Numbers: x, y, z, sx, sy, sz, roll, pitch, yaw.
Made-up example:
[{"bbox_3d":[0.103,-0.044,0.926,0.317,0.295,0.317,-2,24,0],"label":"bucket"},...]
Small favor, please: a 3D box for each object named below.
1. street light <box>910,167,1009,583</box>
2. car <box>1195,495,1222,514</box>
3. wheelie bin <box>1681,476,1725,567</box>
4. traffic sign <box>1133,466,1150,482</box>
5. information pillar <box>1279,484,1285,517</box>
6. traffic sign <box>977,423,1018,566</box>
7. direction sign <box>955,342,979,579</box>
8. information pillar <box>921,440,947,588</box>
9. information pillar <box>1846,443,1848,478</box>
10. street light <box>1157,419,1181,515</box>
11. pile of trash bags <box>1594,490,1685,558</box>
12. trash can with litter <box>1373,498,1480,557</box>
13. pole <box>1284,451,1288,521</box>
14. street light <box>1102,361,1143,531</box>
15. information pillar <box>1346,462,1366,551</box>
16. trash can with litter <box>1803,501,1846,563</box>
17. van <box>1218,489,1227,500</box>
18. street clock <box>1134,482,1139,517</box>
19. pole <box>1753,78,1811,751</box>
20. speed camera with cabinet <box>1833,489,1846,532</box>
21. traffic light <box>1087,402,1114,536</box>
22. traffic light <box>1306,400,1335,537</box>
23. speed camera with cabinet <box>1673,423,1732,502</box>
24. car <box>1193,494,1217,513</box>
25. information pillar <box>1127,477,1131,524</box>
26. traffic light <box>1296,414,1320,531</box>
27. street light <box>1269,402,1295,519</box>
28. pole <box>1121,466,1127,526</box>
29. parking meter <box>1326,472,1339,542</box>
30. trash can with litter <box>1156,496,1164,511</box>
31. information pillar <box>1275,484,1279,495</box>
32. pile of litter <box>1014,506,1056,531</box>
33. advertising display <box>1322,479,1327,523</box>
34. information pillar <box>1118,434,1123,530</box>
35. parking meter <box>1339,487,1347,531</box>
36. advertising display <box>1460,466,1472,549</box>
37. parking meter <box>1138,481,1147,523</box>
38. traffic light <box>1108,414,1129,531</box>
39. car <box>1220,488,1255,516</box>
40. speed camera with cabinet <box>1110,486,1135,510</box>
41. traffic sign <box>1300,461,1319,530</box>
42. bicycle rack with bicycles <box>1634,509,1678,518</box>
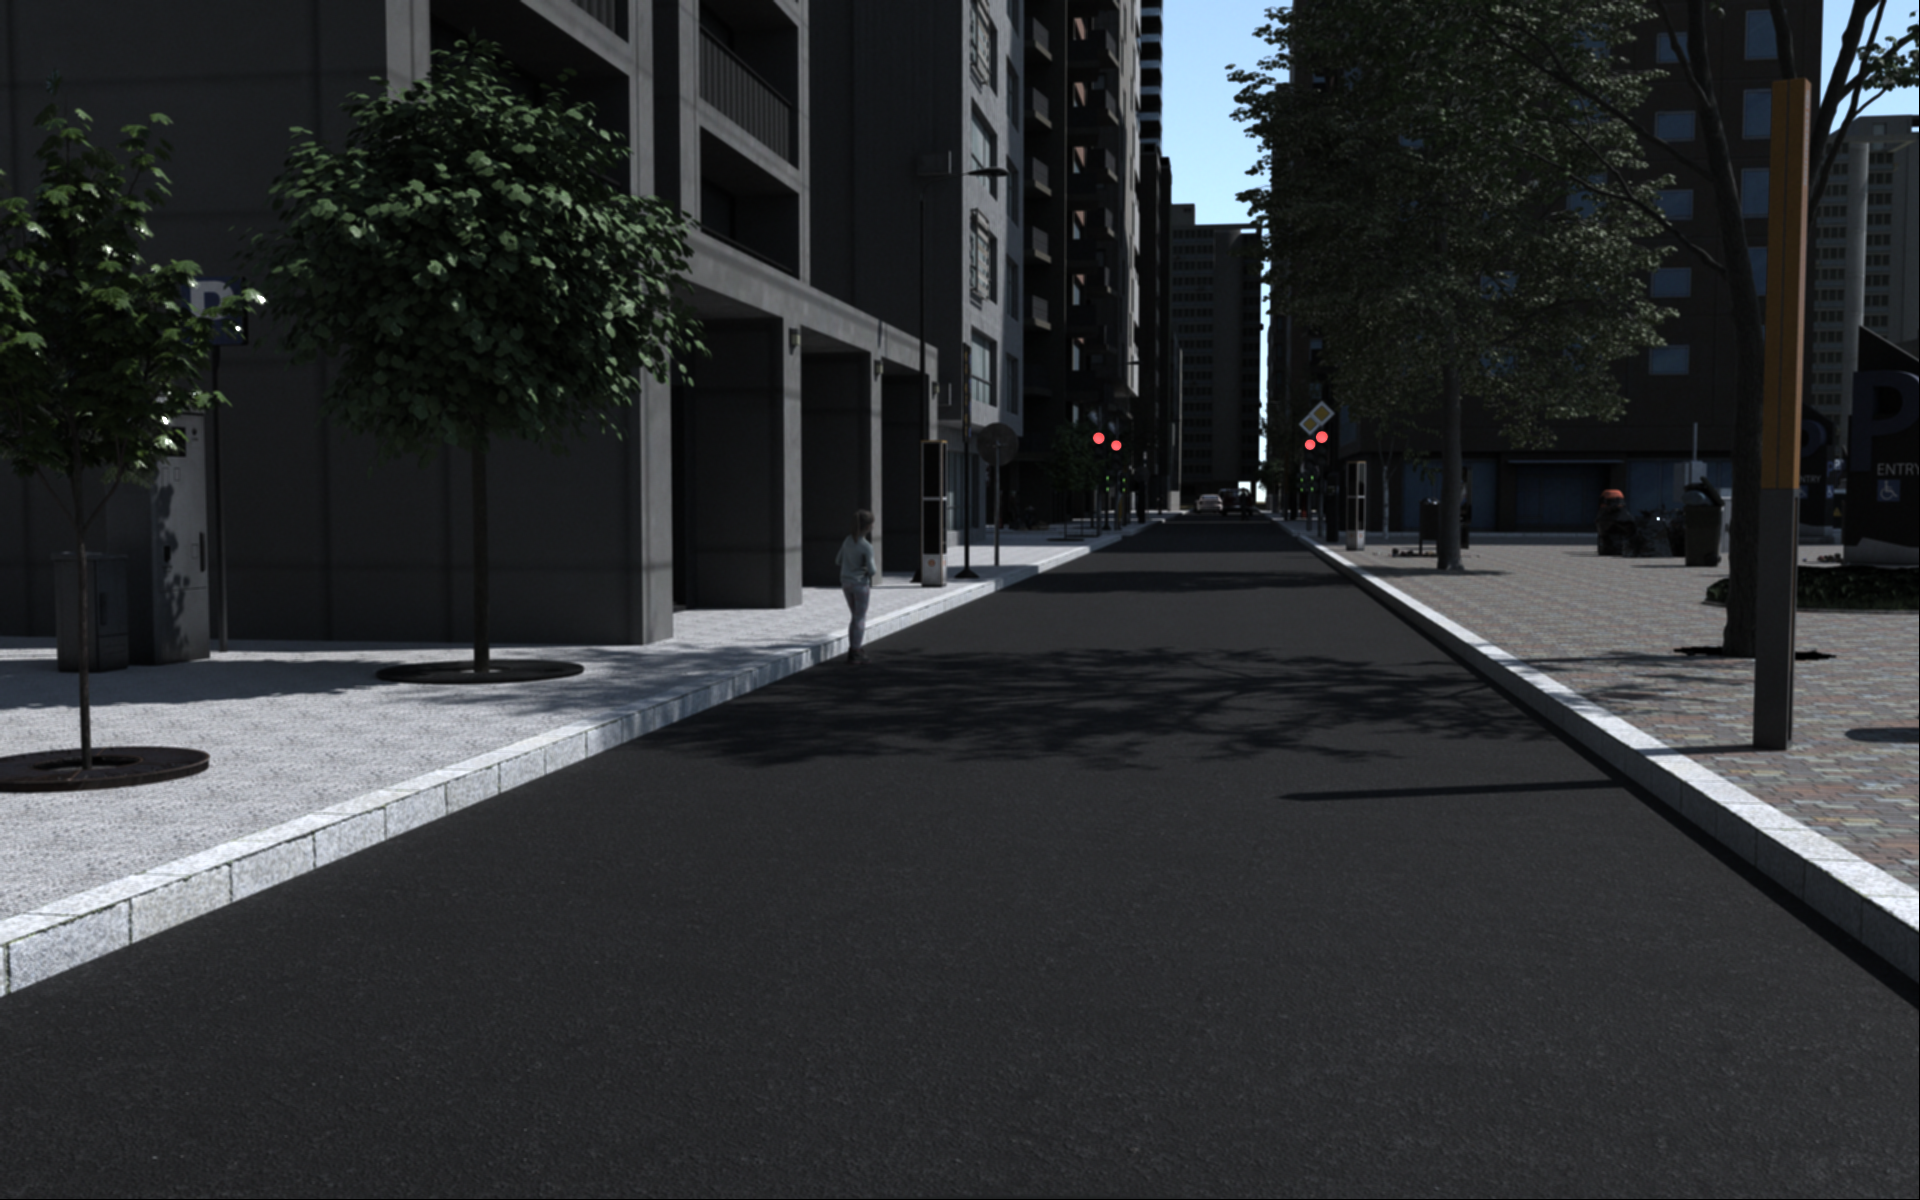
[{"bbox_3d":[-0.006,-3.199,24.840,1.470,5.913,1.316,1,4,9],"label":"street light"},{"bbox_3d":[18.148,-6.941,125.845,2.083,1.381,4.827,0,4,8],"label":"car"},{"bbox_3d":[13.197,-1.399,30.787,0.693,1.594,0.980,2,4,28],"label":"wheelie bin"},{"bbox_3d":[8.322,-4.849,79.392,0.768,2.556,0.104,1,4,10],"label":"traffic sign"},{"bbox_3d":[18.587,-5.787,99.109,0.304,2.012,0.304,-1,4,-11],"label":"information pillar"},{"bbox_3d":[0.657,-1.883,30.891,0.768,2.556,0.104,1,4,16],"label":"traffic sign"},{"bbox_3d":[0.105,-2.103,26.374,0.379,3.537,0.876,0,4,6],"label":"direction sign"},{"bbox_3d":[-0.358,-1.185,23.870,0.304,2.012,0.304,1,4,13],"label":"information pillar"},{"bbox_3d":[31.305,-4.240,60.675,0.183,3.616,0.504,-2,4,-26],"label":"information pillar"},{"bbox_3d":[12.967,-8.251,107.437,1.470,5.913,1.316,1,4,9],"label":"street light"},{"bbox_3d":[14.293,-1.634,36.469,1.912,1.369,3.447,0,4,-4],"label":"pile of trash bags"},{"bbox_3d":[9.519,-1.515,35.825,1.678,1.210,2.233,-2,4,-27],"label":"trash can with litter"},{"bbox_3d":[15.523,-5.416,82.391,0.158,3.312,0.155,0,3,0],"label":"pole"},{"bbox_3d":[5.695,-5.395,60.744,1.470,5.913,1.316,1,4,9],"label":"street light"},{"bbox_3d":[8.975,-2.127,39.267,0.304,2.012,0.304,-3,5,-39],"label":"information pillar"},{"bbox_3d":[16.885,-1.332,32.840,1.678,1.210,2.233,1,4,15],"label":"trash can with litter"},{"bbox_3d":[22.015,-8.323,143.096,2.013,2.044,4.112,0,4,8],"label":"van"},{"bbox_3d":[10.100,-5.708,97.897,0.471,2.002,0.358,1,4,10],"label":"street clock"},{"bbox_3d":[4.113,-0.907,8.665,0.158,3.312,0.155,0,3,0],"label":"pole"},{"bbox_3d":[29.867,-3.885,57.863,2.038,3.252,0.660,1,4,14],"label":"speed camera with cabinet"},{"bbox_3d":[4.282,-3.919,52.992,0.839,4.253,0.868,1,4,9],"label":"traffic light"},{"bbox_3d":[10.815,-3.857,51.981,0.839,4.253,0.868,1,4,9],"label":"traffic light"},{"bbox_3d":[21.046,-3.313,48.501,2.038,3.252,0.660,-1,4,-12],"label":"speed camera with cabinet"},{"bbox_3d":[18.775,-7.493,132.302,2.009,1.686,4.222,1,4,10],"label":"car"},{"bbox_3d":[7.195,-4.304,74.868,0.304,2.012,0.304,1,4,23],"label":"information pillar"},{"bbox_3d":[12.060,-4.339,59.869,0.839,4.253,0.868,1,4,9],"label":"traffic light"},{"bbox_3d":[16.226,-7.012,87.193,1.470,5.913,1.316,1,4,9],"label":"street light"},{"bbox_3d":[6.552,-4.604,69.118,0.158,3.312,0.155,0,3,0],"label":"pole"},{"bbox_3d":[9.962,-2.482,46.291,0.255,1.863,0.399,2,4,26],"label":"parking meter"},{"bbox_3d":[15.202,-7.401,132.385,0.624,1.170,1.055,-1,4,-11],"label":"trash can with litter"},{"bbox_3d":[22.585,-7.251,123.038,0.304,2.012,0.304,3,4,38],"label":"information pillar"},{"bbox_3d":[2.644,-2.894,61.275,1.719,0.858,1.176,-1,4,-15],"label":"pile of litter"},{"bbox_3d":[16.145,-4.316,75.781,0.974,1.923,0.123,-3,5,-40],"label":"advertising display"},{"bbox_3d":[5.700,-4.317,61.931,0.183,3.616,0.504,1,4,21],"label":"information pillar"},{"bbox_3d":[13.277,-3.144,59.811,0.372,1.533,0.369,0,3,0],"label":"parking meter"},{"bbox_3d":[11.813,-2.173,40.746,0.123,1.923,0.974,0,4,-3],"label":"advertising display"},{"bbox_3d":[7.947,-4.281,75.704,0.255,1.863,0.399,0,4,-5],"label":"parking meter"},{"bbox_3d":[5.526,-4.401,60.880,0.839,4.253,0.868,1,4,9],"label":"traffic light"},{"bbox_3d":[18.403,-6.492,114.821,2.281,1.827,5.304,1,4,10],"label":"car"},{"bbox_3d":[12.667,-8.664,135.986,2.038,3.252,0.660,1,4,19],"label":"speed camera with cabinet"},{"bbox_3d":[12.402,-3.738,61.220,0.768,2.556,0.104,1,4,10],"label":"traffic sign"},{"bbox_3d":[16.566,-1.672,40.713,2.852,0.926,2.925,-1,4,-15],"label":"bicycle rack with bicycles"}]
